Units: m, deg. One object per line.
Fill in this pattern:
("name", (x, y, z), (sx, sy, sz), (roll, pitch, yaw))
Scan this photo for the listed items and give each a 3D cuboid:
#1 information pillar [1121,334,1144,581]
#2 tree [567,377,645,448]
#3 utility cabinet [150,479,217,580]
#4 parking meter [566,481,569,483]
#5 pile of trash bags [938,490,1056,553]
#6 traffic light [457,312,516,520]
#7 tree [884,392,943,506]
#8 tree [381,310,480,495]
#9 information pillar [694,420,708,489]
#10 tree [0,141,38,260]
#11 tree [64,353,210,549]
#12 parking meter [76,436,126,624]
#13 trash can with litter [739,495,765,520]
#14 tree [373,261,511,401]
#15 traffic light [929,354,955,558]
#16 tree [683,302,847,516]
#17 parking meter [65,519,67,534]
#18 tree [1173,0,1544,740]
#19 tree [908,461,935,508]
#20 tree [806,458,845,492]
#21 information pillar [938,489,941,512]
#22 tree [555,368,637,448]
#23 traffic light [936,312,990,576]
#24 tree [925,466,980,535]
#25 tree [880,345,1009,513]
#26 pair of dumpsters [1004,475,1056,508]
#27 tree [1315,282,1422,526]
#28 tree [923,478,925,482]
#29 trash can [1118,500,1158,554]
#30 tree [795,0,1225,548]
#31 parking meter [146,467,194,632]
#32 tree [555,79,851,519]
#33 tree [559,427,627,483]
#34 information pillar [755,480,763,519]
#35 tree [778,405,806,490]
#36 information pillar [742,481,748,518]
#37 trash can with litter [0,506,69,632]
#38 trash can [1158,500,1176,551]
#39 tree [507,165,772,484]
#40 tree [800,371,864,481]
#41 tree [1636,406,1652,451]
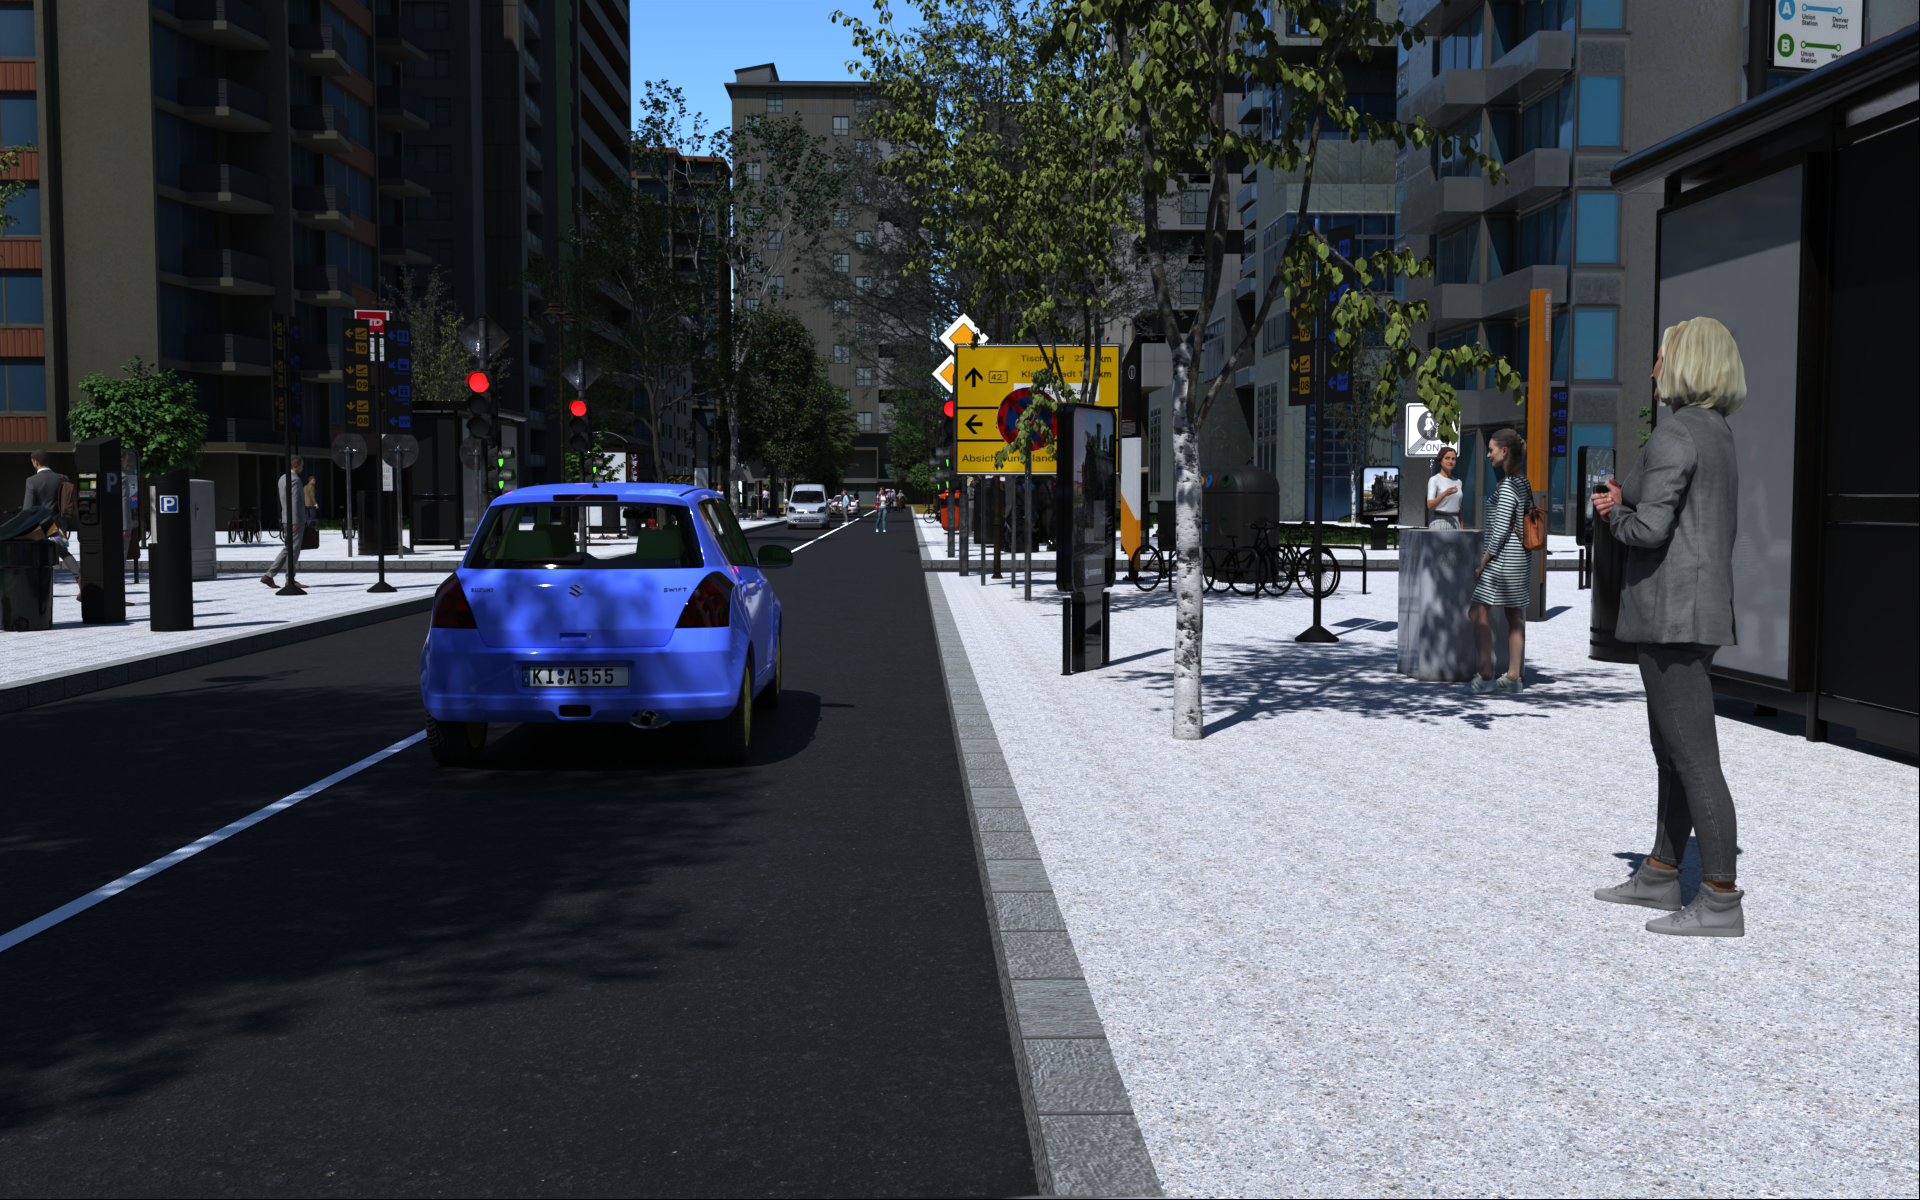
("information pillar", (2.532, -2.092, 25.566), (0.183, 3.616, 0.504), (-1, 4, -22))
("tree", (-20.004, -9.078, 98.792), (4.360, 8.622, 3.978), (0, 3, 0))
("utility cabinet", (-11.377, -1.024, 25.415), (0.318, 1.500, 1.173), (0, 4, 8))
("parking meter", (-12.873, -3.166, 57.479), (0.399, 1.863, 0.255), (3, 5, 39))
("pile of trash bags", (1.194, -1.764, 38.592), (3.447, 1.369, 1.912), (1, 4, 10))
("traffic light", (-7.315, -2.311, 26.700), (0.839, 4.253, 0.868), (0, 4, -2))
("tree", (-3.588, -16.291, 183.363), (9.611, 12.733, 9.660), (0, 3, 0))
("tree", (-20.654, -7.231, 68.581), (4.737, 8.622, 4.395), (0, 3, 0))
("information pillar", (-8.199, -3.883, 54.848), (0.504, 3.616, 0.183), (-3, 5, -44))
("tree", (-14.809, -4.424, 22.694), (4.737, 8.622, 4.395), (0, 3, 0))
("tree", (-19.233, -3.486, 40.704), (4.285, 4.588, 4.351), (0, 3, 0))
("parking meter", (-8.522, -0.701, 17.179), (0.255, 1.863, 0.399), (1, 4, 10))
("trash can with litter", (-10.505, -4.590, 86.108), (1.678, 1.210, 2.233), (1, 4, 18))
("tree", (-16.725, -6.413, 55.211), (4.360, 8.622, 3.978), (0, 3, 0))
("traffic light", (-0.196, -2.813, 34.916), (0.839, 4.253, 0.868), (0, 4, -2))
("tree", (-11.187, -11.395, 103.319), (9.611, 12.733, 9.660), (0, 3, 0))
("parking meter", (-19.101, -1.725, 36.614), (0.372, 1.533, 0.369), (0, 3, 0))
("tree", (1.212, -3.562, 8.603), (4.737, 8.622, 4.395), (0, 3, 0))
("tree", (-3.392, -11.124, 165.583), (4.285, 4.588, 4.351), (0, 3, 0))
("tree", (-11.526, -10.040, 147.875), (4.285, 4.588, 4.351), (0, 3, 0))
("information pillar", (-0.957, -4.963, 85.642), (0.304, 2.012, 0.304), (0, 4, 2))
("tree", (-19.055, -8.565, 90.405), (4.737, 8.622, 4.395), (0, 3, 0))
("traffic light", (0.042, -2.325, 26.935), (0.839, 4.253, 0.868), (0, 4, -2))
("tree", (-0.026, -3.704, 55.154), (1.663, 3.219, 1.824), (0, 3, 0))
("tree", (-1.716, -11.832, 119.211), (9.928, 11.665, 9.643), (0, 3, 0))
("pair of dumpsters", (2.104, -2.996, 51.474), (1.574, 2.255, 4.437), (0, 4, -2))
("tree", (13.328, -6.599, 58.258), (4.360, 8.622, 3.978), (0, 3, 0))
("tree", (-1.179, -6.114, 94.567), (1.663, 3.219, 1.824), (0, 3, 0))
("trash can", (3.748, -1.553, 37.053), (0.748, 1.137, 0.748), (0, 3, 0))
("tree", (1.174, -7.994, 41.075), (12.009, 13.543, 11.850), (0, 3, 0))
("parking meter", (-7.416, -0.480, 16.257), (0.372, 1.533, 0.369), (0, 3, 0))
("tree", (-11.724, -13.746, 80.634), (12.611, 20.169, 13.585), (0, 3, 0))
("tree", (-9.127, -2.970, 43.165), (1.663, 3.219, 1.824), (0, 3, 0))
("information pillar", (-10.433, -5.217, 89.786), (0.304, 2.012, 0.304), (3, 5, 45))
("tree", (-11.870, -10.500, 122.043), (4.360, 8.622, 3.978), (0, 3, 0))
("information pillar", (-11.773, -5.524, 94.809), (0.304, 2.012, 0.304), (0, 4, -1))
("trash can with litter", (-8.905, -0.287, 16.072), (0.624, 1.170, 1.055), (3, 4, 36))
("trash can", (4.757, -1.673, 38.999), (0.748, 1.137, 0.748), (0, 3, 0))
("tree", (-8.861, -7.058, 49.809), (7.601, 10.594, 8.767), (1, 4, 9))
("tree", (-12.629, -14.747, 159.233), (7.486, 12.596, 7.792), (0, 3, 0))
("tree", (17.571, -3.450, 40.116), (4.285, 4.588, 4.351), (0, 3, 0))
